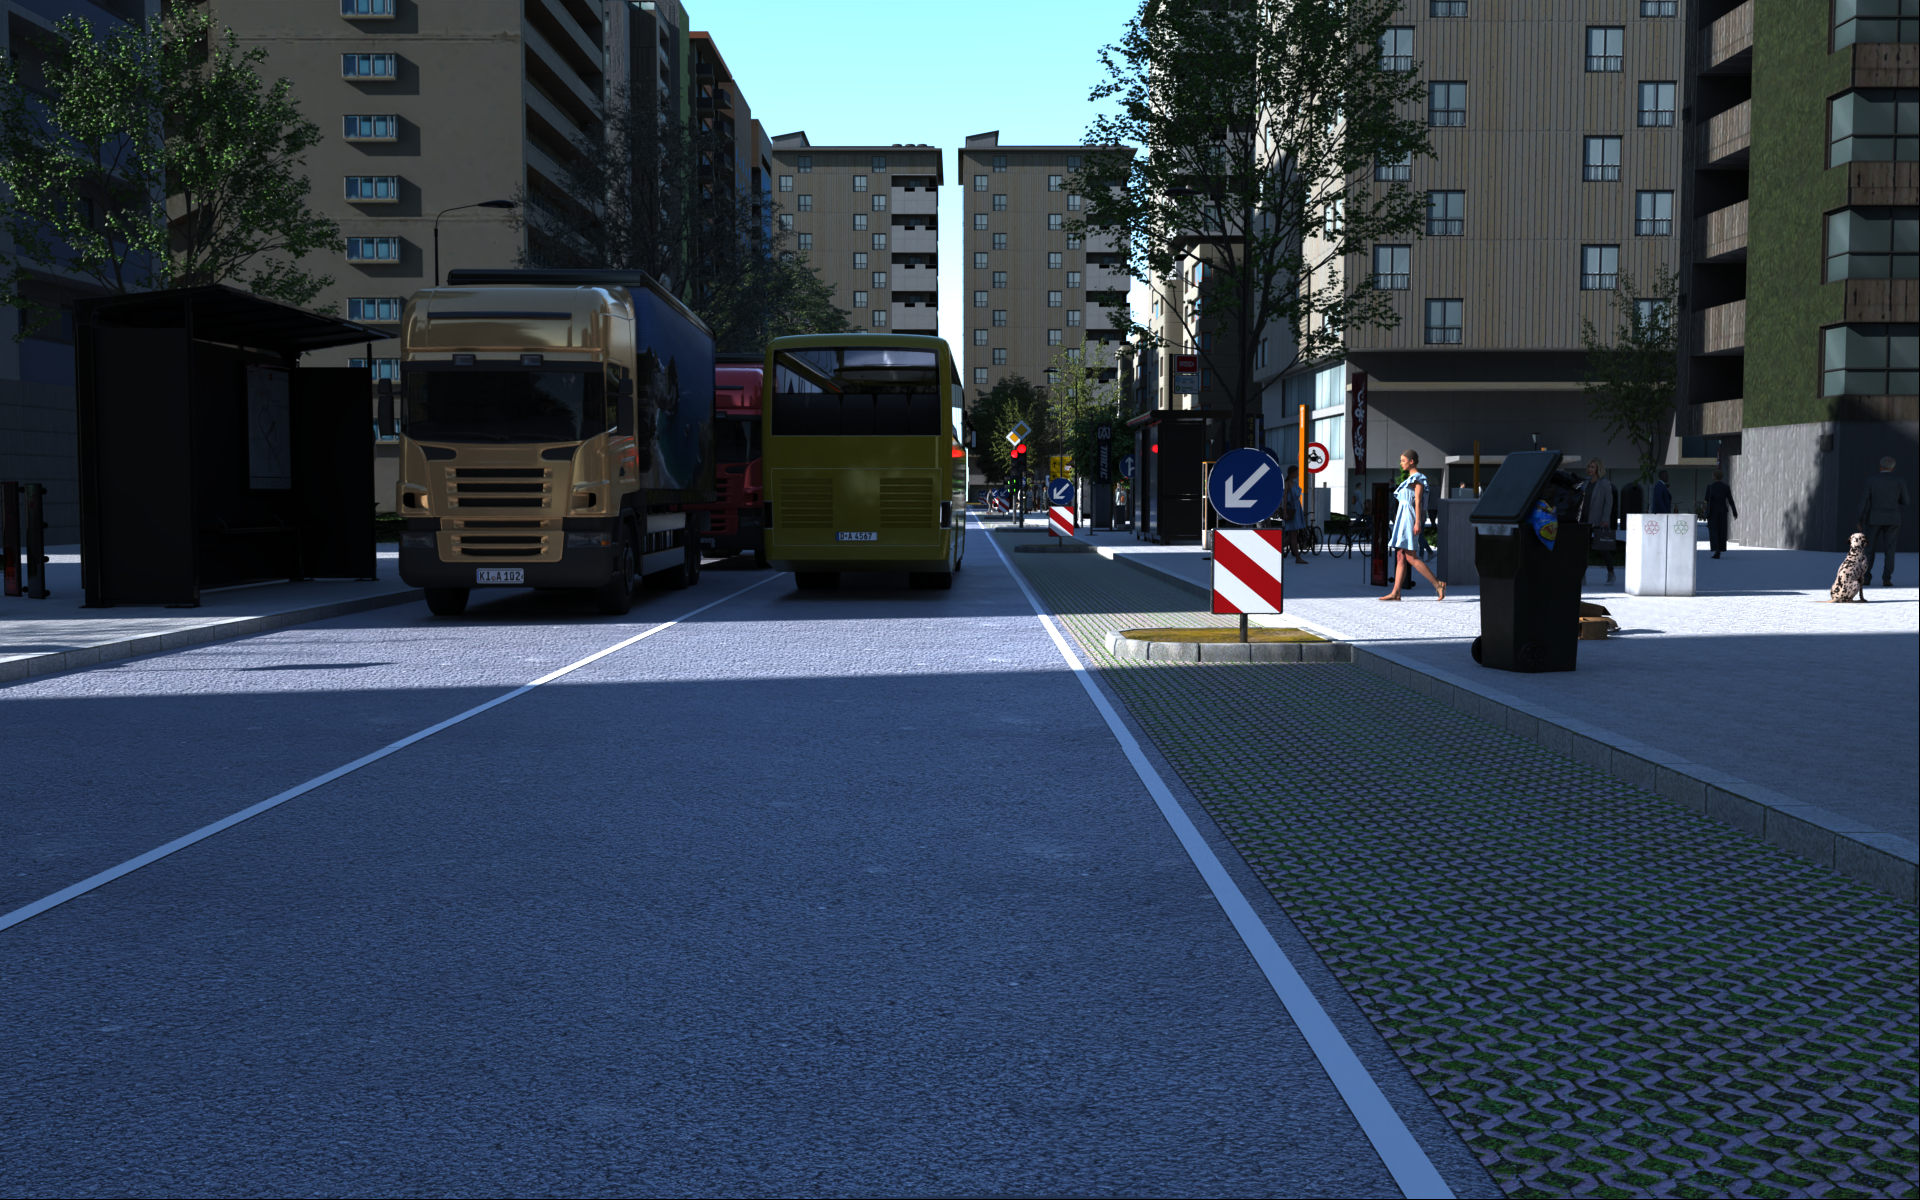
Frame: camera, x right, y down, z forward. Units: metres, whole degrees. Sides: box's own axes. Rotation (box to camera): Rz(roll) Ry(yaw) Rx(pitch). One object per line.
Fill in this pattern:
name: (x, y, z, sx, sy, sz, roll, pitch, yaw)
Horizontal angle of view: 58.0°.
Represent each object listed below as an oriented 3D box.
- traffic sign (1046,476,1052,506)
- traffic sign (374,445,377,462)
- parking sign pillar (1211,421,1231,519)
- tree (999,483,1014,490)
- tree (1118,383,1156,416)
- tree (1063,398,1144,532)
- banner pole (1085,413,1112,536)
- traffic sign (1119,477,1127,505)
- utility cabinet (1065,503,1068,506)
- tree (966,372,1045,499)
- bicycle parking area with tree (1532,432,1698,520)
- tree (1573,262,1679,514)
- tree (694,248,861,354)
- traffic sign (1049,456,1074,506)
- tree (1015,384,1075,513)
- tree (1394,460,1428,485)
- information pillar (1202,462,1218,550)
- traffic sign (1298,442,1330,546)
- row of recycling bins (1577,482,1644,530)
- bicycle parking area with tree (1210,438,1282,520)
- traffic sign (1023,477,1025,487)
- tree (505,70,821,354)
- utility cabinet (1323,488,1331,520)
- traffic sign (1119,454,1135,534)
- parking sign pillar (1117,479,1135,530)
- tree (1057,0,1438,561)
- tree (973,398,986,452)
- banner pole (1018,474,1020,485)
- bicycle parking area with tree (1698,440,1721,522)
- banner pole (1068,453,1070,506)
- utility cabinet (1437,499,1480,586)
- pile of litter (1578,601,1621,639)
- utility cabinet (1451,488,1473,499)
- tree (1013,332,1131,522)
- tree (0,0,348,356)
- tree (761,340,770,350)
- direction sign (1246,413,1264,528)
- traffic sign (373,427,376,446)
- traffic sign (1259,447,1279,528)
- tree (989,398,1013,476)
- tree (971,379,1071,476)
traffic sign: (4.957, -5.624, 94.085, 0.606, 2.300, 0.079, 0, 4, 4)
traffic sign: (-12.657, -2.227, 36.511, 0.768, 2.556, 0.104, 0, 4, 7)
parking sign pillar: (9.721, -4.643, 64.379, 1.447, 3.967, 1.447, -1, 4, -9)
tree: (5.274, -12.255, 194.963, 1.663, 3.219, 1.824, 0, 3, 0)
tree: (11.871, -10.044, 114.574, 4.360, 8.622, 3.978, 0, 3, 0)
tree: (5.161, -4.652, 59.766, 4.285, 4.588, 4.351, 0, 3, 0)
banner pole: (4.307, -3.893, 53.666, 0.863, 3.779, 0.401, 0, 4, -5)
traffic sign: (6.868, -4.536, 74.269, 0.768, 2.556, 0.104, 0, 4, 3)
utility cabinet: (7.322, -6.870, 120.998, 1.173, 1.500, 0.318, -2, 4, -30)
tree: (4.711, -16.833, 181.880, 9.857, 13.997, 8.962, 0, 3, 0)
bicycle parking area with tree: (29.459, -5.729, 80.665, 8.231, 4.147, 9.016, 1, 4, 19)
tree: (21.605, -6.372, 54.541, 4.737, 8.622, 4.395, 0, 3, 0)
tree: (-9.346, -11.140, 88.790, 9.857, 13.997, 8.962, 0, 3, 0)
traffic sign: (5.875, -5.994, 91.879, 2.265, 3.308, 0.079, 0, 4, 8)
tree: (5.608, -10.063, 114.888, 4.360, 8.622, 3.978, 0, 3, 0)
tree: (21.775, -5.508, 84.662, 1.663, 3.219, 1.824, 0, 3, 0)
information pillar: (5.729, -2.149, 39.625, 0.304, 2.012, 0.304, 0, 4, -7)
traffic sign: (8.672, -2.595, 42.526, 0.768, 2.556, 0.104, 0, 4, 7)
row of recycling bins: (22.675, -3.364, 62.110, 3.534, 1.692, 1.069, 2, 4, 32)
bicycle parking area with tree: (13.352, -6.366, 91.081, 9.016, 4.147, 8.231, 2, 4, 25)
traffic sign: (4.440, -7.653, 125.240, 0.768, 2.556, 0.104, 0, 4, 7)
tree: (-8.725, -8.592, 50.851, 12.009, 13.543, 11.850, 0, 3, 0)
utility cabinet: (12.648, -3.222, 61.352, 1.173, 1.500, 0.318, -3, 5, -42)
traffic sign: (5.470, -3.376, 55.309, 0.768, 2.556, 0.104, 0, 4, 6)
parking sign pillar: (6.422, -4.548, 62.830, 1.447, 3.967, 1.447, 1, 4, 10)
tree: (5.404, -6.564, 33.072, 9.928, 11.665, 9.643, 0, 3, 0)
tree: (4.783, -14.700, 166.106, 9.928, 11.665, 9.643, 0, 3, 0)
banner pole: (4.229, -8.193, 123.969, 0.863, 3.779, 0.401, 1, 4, 17)
bicycle parking area with tree: (39.033, -5.834, 82.392, 8.231, 4.147, 9.016, 2, 4, 33)
banner pole: (6.590, -6.838, 101.820, 0.863, 3.779, 0.401, -3, 4, -36)
utility cabinet: (7.264, -0.814, 24.471, 1.020, 1.237, 0.306, -1, 4, -16)
pile of litter: (5.454, -0.105, 15.689, 1.719, 0.858, 1.176, -2, 4, -33)
utility cabinet: (18.328, -3.333, 63.167, 0.318, 1.500, 1.173, 3, 5, 42)
tree: (5.722, -7.905, 79.601, 4.737, 8.622, 4.395, 0, 3, 0)
tree: (-17.233, -6.842, 37.623, 9.928, 11.665, 9.643, 0, 3, 0)
tree: (-8.580, -7.974, 80.729, 4.360, 8.622, 3.978, 0, 3, 0)
direction sign: (8.290, -3.471, 48.749, 0.379, 3.537, 0.876, 3, 5, 42)
traffic sign: (-9.558, -1.660, 27.241, 0.768, 2.556, 0.104, 0, 4, 6)
traffic sign: (8.260, -2.870, 47.037, 0.768, 2.556, 0.104, 0, 4, 1)
tree: (4.471, -11.027, 130.654, 4.737, 8.622, 4.395, 0, 3, 0)
tree: (4.943, -12.623, 140.795, 8.767, 10.594, 7.601, 0, 4, 6)
